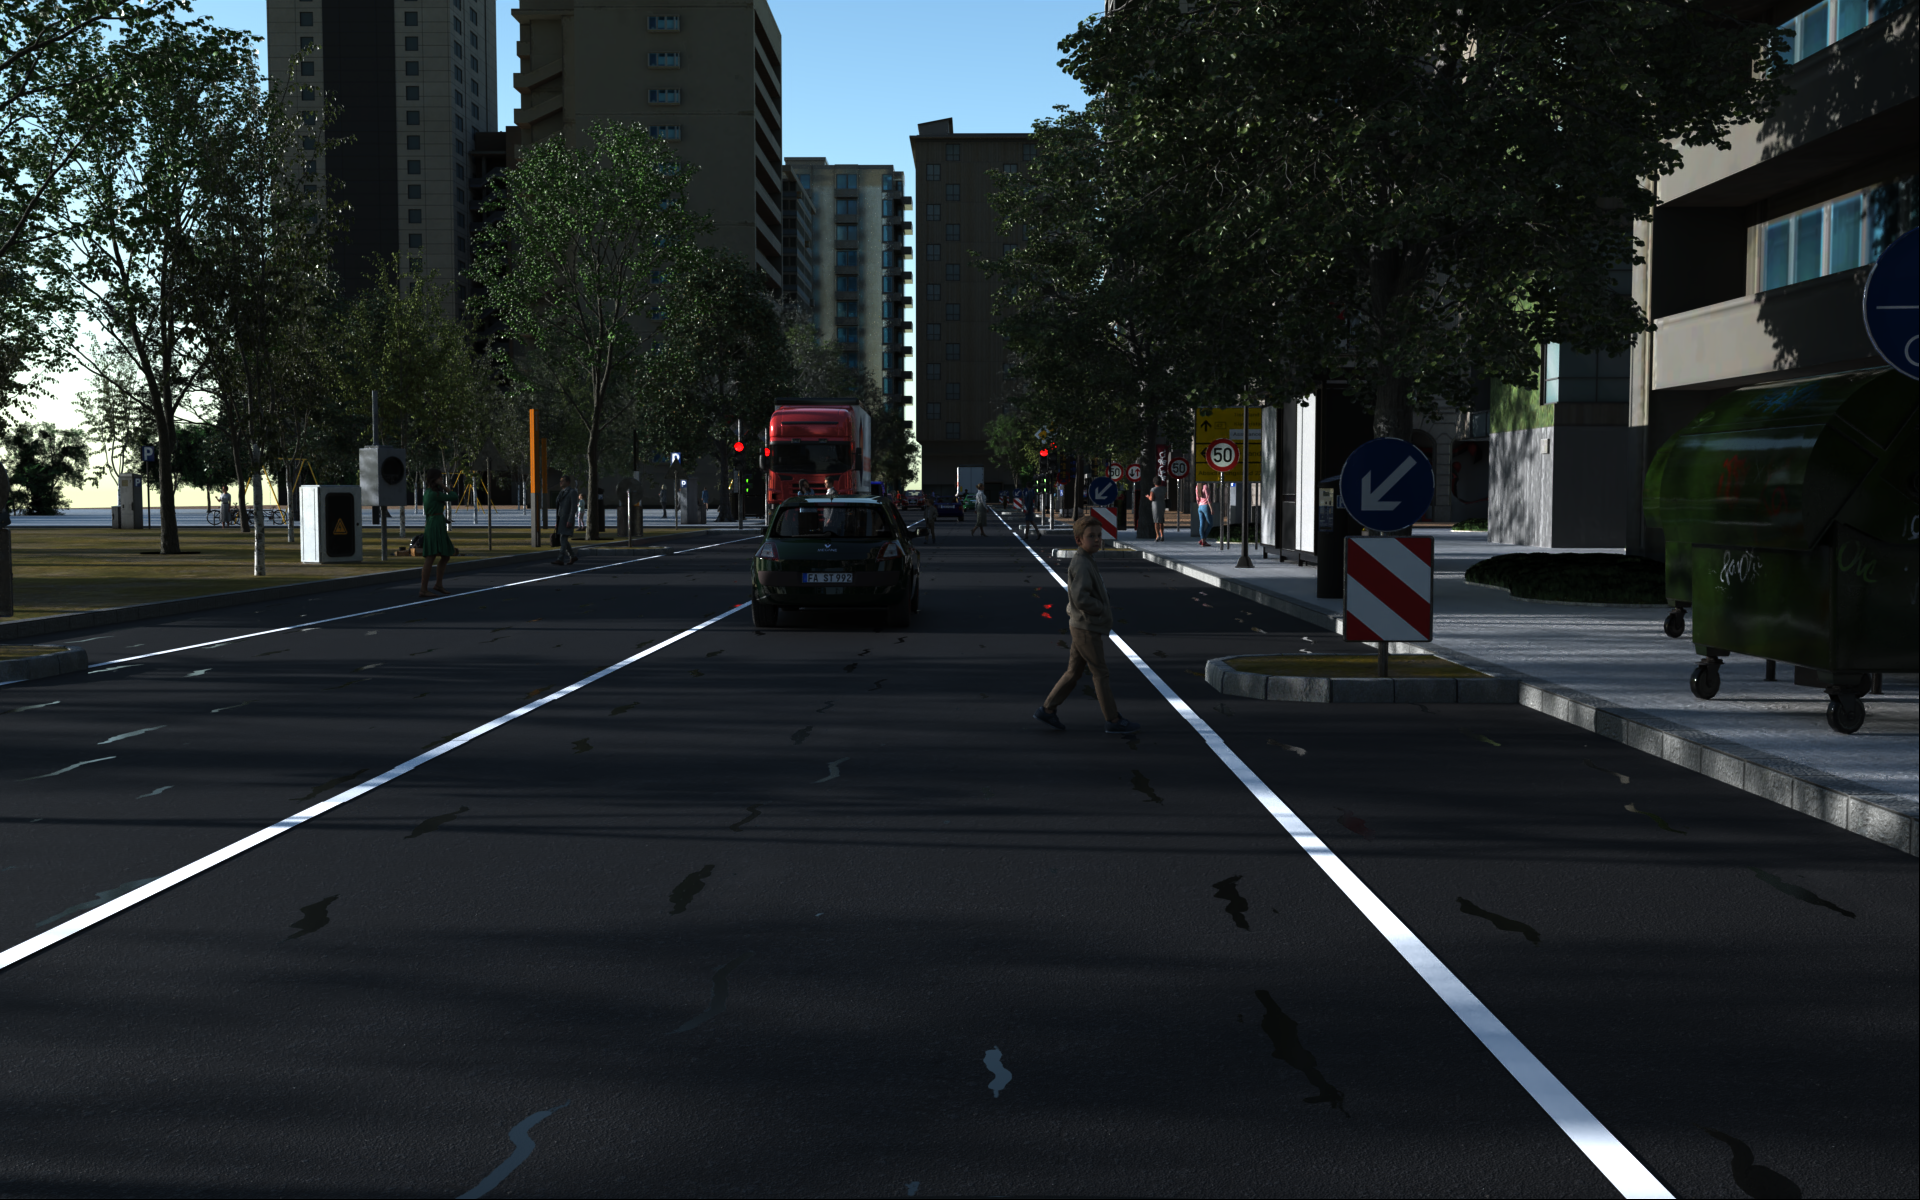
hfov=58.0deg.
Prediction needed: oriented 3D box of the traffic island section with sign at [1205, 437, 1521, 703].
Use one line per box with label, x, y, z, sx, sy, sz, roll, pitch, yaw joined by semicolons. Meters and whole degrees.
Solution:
traffic island section with sign;2.875;-0.257;12.836;1.989;1.847;2.006;0;4;1

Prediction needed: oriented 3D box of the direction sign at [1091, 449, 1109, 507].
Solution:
direction sign;6.390;-5.327;79.089;0.876;3.537;0.379;2;4;34

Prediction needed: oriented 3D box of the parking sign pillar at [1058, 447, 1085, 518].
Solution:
parking sign pillar;6.136;-6.521;95.098;1.447;3.967;1.447;-2;4;-28

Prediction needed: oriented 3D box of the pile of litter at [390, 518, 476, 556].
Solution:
pile of litter;-10.979;-1.352;36.073;1.719;0.858;1.176;1;4;18

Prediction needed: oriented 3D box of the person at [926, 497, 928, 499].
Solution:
person;-3.974;-10.321;177.259;1.348;1.823;0.705;0;4;7

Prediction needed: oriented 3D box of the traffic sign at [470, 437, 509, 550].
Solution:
traffic sign;-10.691;-2.406;39.341;0.884;2.594;0.081;0;4;2

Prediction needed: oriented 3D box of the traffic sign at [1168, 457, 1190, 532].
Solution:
traffic sign;7.487;-3.620;59.300;0.768;2.556;0.104;0;4;2

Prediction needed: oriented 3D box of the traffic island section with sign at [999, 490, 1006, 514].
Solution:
traffic island section with sign;3.956;-6.981;122.767;1.989;1.847;2.006;0;4;1

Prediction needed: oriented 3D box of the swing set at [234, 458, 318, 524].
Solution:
swing set;-29.393;-4.760;75.450;2.862;2.851;3.119;1;4;21

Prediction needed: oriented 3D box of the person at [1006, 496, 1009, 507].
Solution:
person;5.021;-10.665;186.065;0.628;1.438;0.799;-2;4;-25

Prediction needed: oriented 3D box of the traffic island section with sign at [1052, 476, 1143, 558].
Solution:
traffic island section with sign;3.131;-1.906;39.790;1.989;1.847;2.006;0;4;1

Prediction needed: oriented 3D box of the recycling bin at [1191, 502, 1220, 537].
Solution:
recycling bin;7.431;-2.430;52.290;0.722;1.027;0.722;2;4;34

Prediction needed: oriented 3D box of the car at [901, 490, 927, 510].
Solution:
car;-4.037;-8.826;152.979;2.281;1.827;5.304;0;4;2

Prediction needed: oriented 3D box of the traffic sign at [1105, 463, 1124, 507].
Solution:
traffic sign;6.316;-4.324;70.803;0.768;2.556;0.104;0;4;5

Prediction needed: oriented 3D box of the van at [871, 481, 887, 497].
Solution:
van;-4.423;-4.630;80.089;2.240;2.365;5.245;0;4;0

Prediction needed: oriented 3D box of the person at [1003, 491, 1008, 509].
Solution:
person;4.313;-9.387;162.709;0.721;1.736;1.217;1;4;13

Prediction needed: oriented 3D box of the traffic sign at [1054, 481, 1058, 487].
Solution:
traffic sign;7.366;-7.836;128.117;0.884;2.594;0.081;1;4;10

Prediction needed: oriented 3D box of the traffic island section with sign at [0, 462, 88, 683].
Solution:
traffic island section with sign;-8.149;-0.311;13.709;1.989;1.847;2.006;0;4;1

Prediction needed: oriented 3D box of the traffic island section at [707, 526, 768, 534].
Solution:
traffic island section;-7.985;-2.485;62.912;2.009;0.180;2.903;0;4;1

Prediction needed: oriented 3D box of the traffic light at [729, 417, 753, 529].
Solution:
traffic light;-7.945;-4.517;62.777;0.839;4.253;0.868;0;4;1

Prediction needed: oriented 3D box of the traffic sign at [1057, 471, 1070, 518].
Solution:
traffic sign;5.602;-5.722;93.655;0.768;2.556;0.104;0;4;1

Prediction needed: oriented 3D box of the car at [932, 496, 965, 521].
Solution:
car;-0.673;-4.889;92.522;1.945;1.354;3.894;0;4;-1

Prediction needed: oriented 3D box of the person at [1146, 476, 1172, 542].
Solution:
person;5.393;-2.476;46.880;0.716;1.782;0.532;-2;4;-26

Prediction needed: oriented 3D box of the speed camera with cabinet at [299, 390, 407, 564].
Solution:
speed camera with cabinet;-11.364;-2.333;32.473;0.660;3.252;2.038;2;4;31

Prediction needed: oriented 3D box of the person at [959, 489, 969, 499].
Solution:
person;0.543;-8.844;152.736;1.348;1.869;0.705;1;4;14

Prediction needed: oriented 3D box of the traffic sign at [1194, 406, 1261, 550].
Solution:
traffic sign;6.533;-2.819;39.971;2.265;3.308;0.079;0;4;5

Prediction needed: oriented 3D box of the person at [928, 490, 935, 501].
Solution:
person;-2.577;-9.075;156.748;0.599;1.838;0.709;0;4;2

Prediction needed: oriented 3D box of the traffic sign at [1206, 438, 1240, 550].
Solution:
traffic sign;5.985;-2.411;39.521;0.768;2.556;0.104;0;4;6

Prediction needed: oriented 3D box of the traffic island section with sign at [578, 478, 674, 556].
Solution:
traffic island section with sign;-7.866;-1.983;41.050;1.989;1.847;2.006;0;4;1

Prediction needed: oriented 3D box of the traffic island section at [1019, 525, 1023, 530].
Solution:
traffic island section;3.435;-2.966;70.780;2.009;0.180;2.903;0;4;1

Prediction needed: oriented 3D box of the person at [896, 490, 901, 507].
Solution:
person;-6.304;-10.339;177.497;0.705;1.831;1.348;-2;4;-27

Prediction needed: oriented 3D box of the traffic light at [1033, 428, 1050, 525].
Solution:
traffic light;3.395;-5.000;70.666;0.839;4.253;0.868;0;4;1

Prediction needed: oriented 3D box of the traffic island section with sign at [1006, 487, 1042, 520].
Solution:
traffic island section with sign;3.678;-5.324;95.679;1.989;1.847;2.006;0;4;1

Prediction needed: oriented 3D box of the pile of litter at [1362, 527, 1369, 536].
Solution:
pile of litter;6.797;-0.846;27.803;1.719;0.858;1.176;0;4;4

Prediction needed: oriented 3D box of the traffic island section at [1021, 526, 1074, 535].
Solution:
traffic island section;3.356;-2.478;62.795;2.009;0.180;2.903;0;4;1

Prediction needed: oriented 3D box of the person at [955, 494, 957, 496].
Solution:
person;-0.156;-10.393;179.163;1.217;1.736;0.721;2;4;32

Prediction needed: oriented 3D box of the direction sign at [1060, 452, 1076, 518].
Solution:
direction sign;5.805;-6.188;93.166;0.876;3.537;0.379;0;4;-1

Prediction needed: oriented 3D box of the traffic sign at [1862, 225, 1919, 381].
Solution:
traffic sign;4.599;-0.491;8.130;0.768;2.556;0.104;0;4;8

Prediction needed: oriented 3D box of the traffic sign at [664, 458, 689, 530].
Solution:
traffic sign;-10.103;-3.773;61.693;0.884;2.594;0.081;0;4;2

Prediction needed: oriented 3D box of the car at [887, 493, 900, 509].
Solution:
car;-4.155;-4.909;89.306;2.155;1.783;4.494;0;4;0

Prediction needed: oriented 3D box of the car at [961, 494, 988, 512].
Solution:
car;1.164;-7.835;139.899;2.131;1.459;4.920;0;4;1

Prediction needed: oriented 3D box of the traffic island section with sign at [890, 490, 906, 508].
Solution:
traffic island section with sign;-6.573;-10.045;172.856;1.989;1.847;2.006;0;4;1

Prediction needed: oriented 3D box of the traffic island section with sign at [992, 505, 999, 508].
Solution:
traffic island section with sign;4.462;-10.058;173.079;1.989;1.847;2.006;0;4;1

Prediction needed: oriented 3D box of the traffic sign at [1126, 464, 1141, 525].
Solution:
traffic sign;7.294;-4.415;72.290;0.768;2.556;0.104;1;4;9

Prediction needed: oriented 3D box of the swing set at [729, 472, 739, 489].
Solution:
swing set;-15.647;-7.843;125.845;2.862;2.851;3.119;1;4;18

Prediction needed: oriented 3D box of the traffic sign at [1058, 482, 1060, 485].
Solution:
traffic sign;6.588;-6.745;110.393;0.768;2.556;0.104;0;4;1

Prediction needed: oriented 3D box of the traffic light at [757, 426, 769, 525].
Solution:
traffic light;-7.866;-5.006;70.762;0.839;4.253;0.868;0;4;1

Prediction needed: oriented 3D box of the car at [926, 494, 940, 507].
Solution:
car;-2.738;-10.691;184.588;2.009;1.686;4.222;0;4;-1

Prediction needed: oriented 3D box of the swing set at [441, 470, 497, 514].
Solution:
swing set;-32.332;-7.123;114.077;2.862;2.851;3.119;0;4;1

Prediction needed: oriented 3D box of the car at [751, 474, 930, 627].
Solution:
car;-1.368;-0.628;20.048;2.009;1.686;4.222;0;4;0

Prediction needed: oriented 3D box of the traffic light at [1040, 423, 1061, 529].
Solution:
traffic light;3.316;-4.511;62.682;0.839;4.253;0.868;0;4;1
